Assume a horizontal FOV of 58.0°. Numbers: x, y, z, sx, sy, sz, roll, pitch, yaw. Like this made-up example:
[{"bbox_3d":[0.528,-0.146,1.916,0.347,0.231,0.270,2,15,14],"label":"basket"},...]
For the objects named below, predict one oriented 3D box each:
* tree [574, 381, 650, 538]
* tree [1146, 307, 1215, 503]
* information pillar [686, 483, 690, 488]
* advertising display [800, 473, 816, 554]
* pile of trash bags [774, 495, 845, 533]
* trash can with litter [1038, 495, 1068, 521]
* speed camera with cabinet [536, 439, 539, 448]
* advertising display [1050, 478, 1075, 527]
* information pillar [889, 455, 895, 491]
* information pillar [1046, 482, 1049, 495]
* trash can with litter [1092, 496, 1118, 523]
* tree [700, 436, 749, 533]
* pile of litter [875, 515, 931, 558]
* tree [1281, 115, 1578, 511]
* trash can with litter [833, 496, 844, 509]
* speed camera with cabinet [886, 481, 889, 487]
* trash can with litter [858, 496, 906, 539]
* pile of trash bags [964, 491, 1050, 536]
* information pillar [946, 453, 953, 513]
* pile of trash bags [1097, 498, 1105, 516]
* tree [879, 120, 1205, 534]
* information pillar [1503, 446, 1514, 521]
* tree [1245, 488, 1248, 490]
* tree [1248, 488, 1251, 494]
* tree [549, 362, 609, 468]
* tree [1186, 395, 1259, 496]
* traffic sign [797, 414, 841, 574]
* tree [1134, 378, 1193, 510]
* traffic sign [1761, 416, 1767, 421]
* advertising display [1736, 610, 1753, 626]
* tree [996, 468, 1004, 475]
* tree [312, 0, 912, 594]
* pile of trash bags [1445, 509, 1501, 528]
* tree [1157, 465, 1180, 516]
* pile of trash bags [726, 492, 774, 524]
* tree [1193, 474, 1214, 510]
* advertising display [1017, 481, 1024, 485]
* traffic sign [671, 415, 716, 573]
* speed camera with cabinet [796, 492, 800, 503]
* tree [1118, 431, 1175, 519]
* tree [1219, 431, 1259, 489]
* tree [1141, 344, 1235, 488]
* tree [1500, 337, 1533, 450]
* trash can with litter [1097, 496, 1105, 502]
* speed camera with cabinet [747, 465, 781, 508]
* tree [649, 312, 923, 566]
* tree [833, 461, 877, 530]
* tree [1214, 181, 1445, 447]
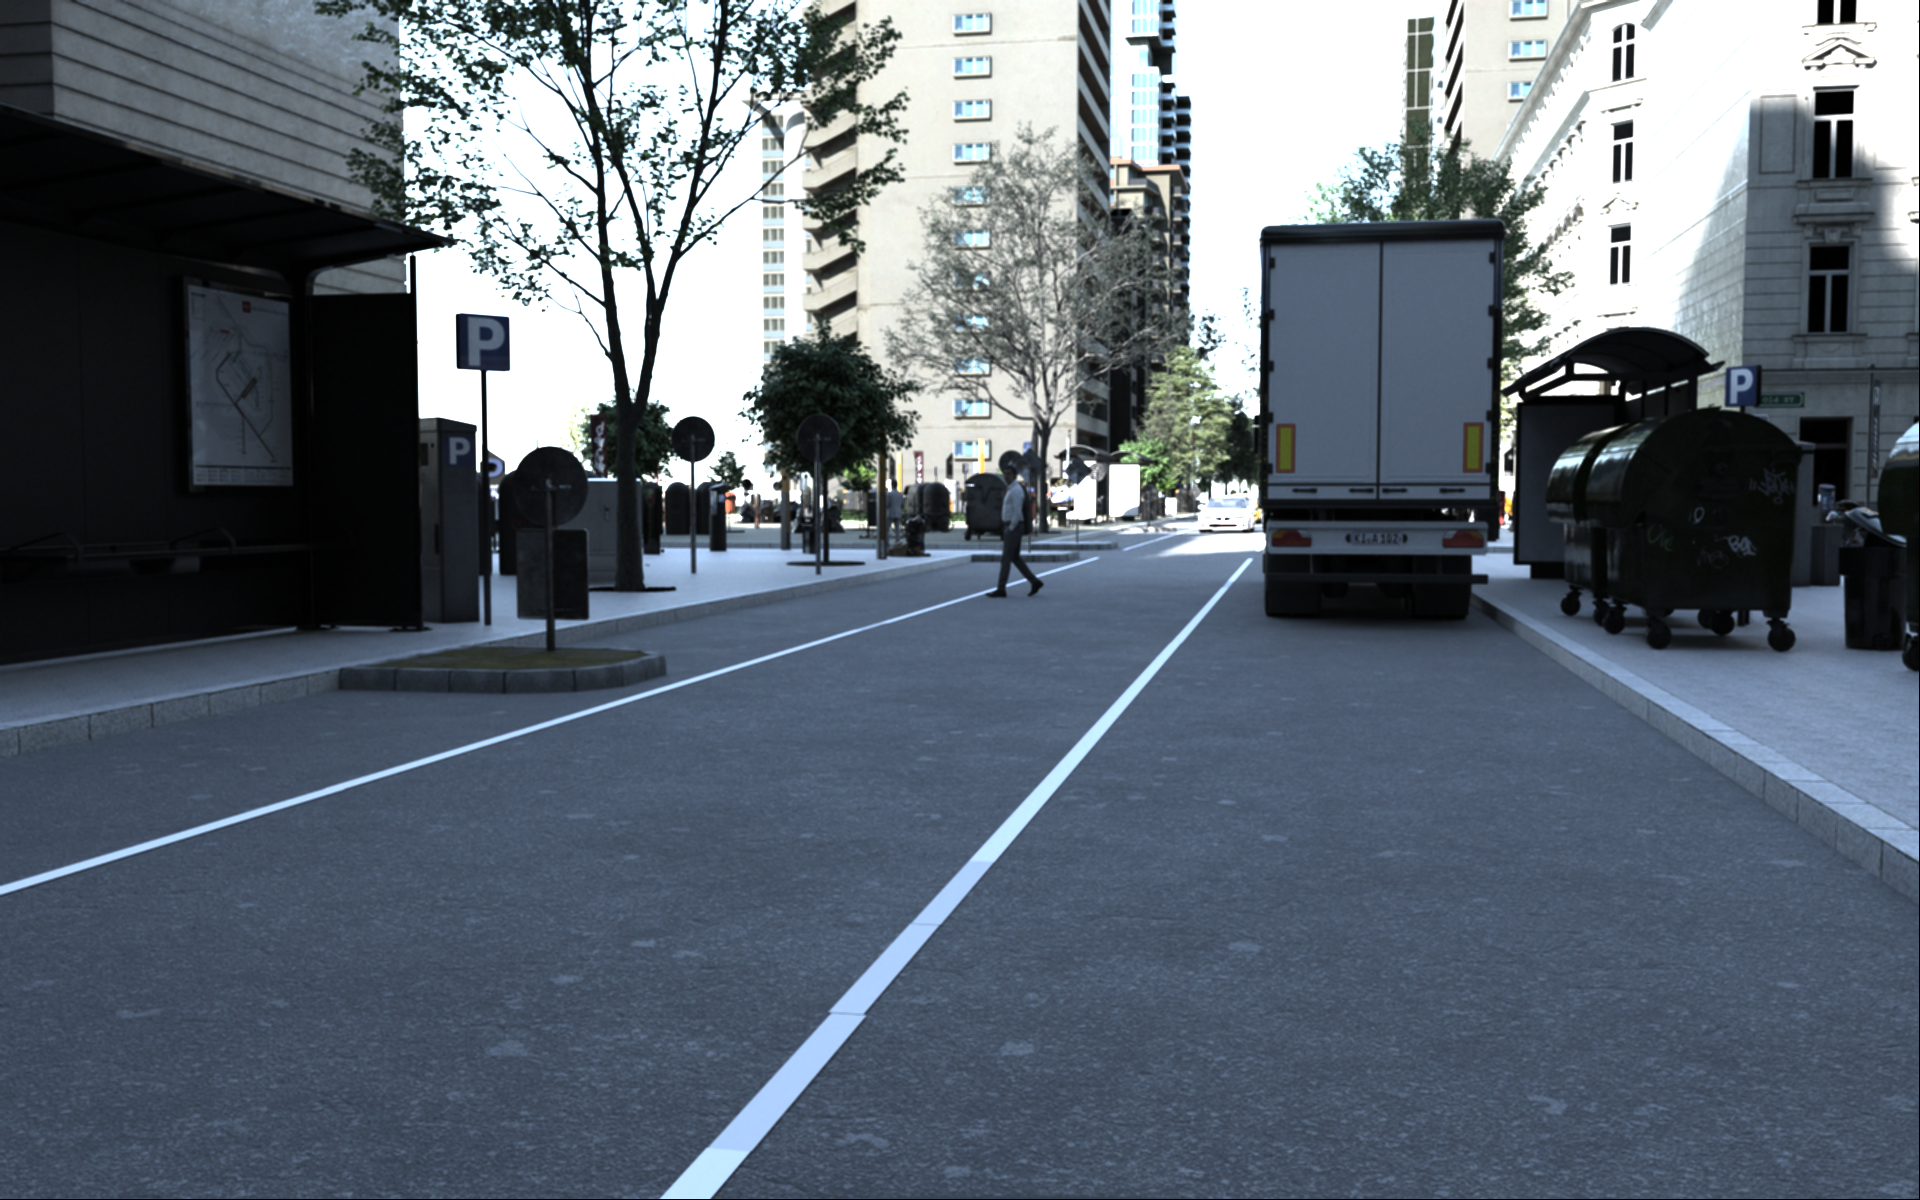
[{"bbox_3d":[-9.518,-4.083,50.466,4.285,4.588,4.351,0,3,0],"label":"tree"},{"bbox_3d":[22.969,-18.164,152.867,12.611,20.169,13.585,0,3,0],"label":"tree"},{"bbox_3d":[-18.476,-6.953,118.179,0.304,2.012,0.304,1,4,13],"label":"information pillar"},{"bbox_3d":[-3.240,-1.959,37.248,0.123,1.923,0.974,-1,4,-21],"label":"advertising display"},{"bbox_3d":[-5.042,-2.989,58.621,1.912,1.369,3.447,-1,4,-13],"label":"pile of trash bags"},{"bbox_3d":[4.189,-4.722,88.264,2.233,1.210,1.678,-2,4,-25],"label":"trash can with litter"},{"bbox_3d":[-14.432,-4.150,62.189,2.038,3.252,0.660,0,4,-2],"label":"speed camera with cabinet"},{"bbox_3d":[4.035,-3.853,68.207,0.974,1.923,0.123,0,4,2],"label":"advertising display"},{"bbox_3d":[-3.968,-6.719,101.211,0.183,3.616,0.504,2,4,35],"label":"information pillar"},{"bbox_3d":[5.227,-6.167,105.319,0.304,2.012,0.304,-1,4,-10],"label":"information pillar"},{"bbox_3d":[6.347,-4.140,78.739,1.678,1.210,2.233,2,4,26],"label":"trash can with litter"},{"bbox_3d":[-7.877,-3.879,58.024,1.663,3.219,1.824,0,3,0],"label":"tree"},{"bbox_3d":[-1.166,-1.339,35.863,1.176,0.858,1.719,0,4,5],"label":"pile of litter"},{"bbox_3d":[13.150,-7.533,48.927,9.928,11.665,9.643,0,3,0],"label":"tree"},{"bbox_3d":[-6.670,-5.316,98.299,1.055,1.170,0.624,2,4,29],"label":"trash can with litter"},{"bbox_3d":[-4.725,-7.723,120.600,0.660,3.252,2.038,1,4,18],"label":"speed camera with cabinet"},{"bbox_3d":[-2.099,-2.405,50.372,2.233,1.210,1.678,-3,5,-41],"label":"trash can with litter"},{"bbox_3d":[1.524,-2.690,53.734,1.912,1.369,3.447,-2,4,-24],"label":"pile of trash bags"},{"bbox_3d":[-0.592,-6.525,98.034,0.183,3.616,0.504,3,5,42],"label":"information pillar"},{"bbox_3d":[6.829,-5.701,102.970,3.447,1.369,1.912,-1,4,-11],"label":"pile of trash bags"},{"bbox_3d":[2.724,-8.942,56.569,12.009,13.543,11.850,0,3,0],"label":"tree"},{"bbox_3d":[26.435,-5.630,83.411,0.504,3.616,0.183,1,4,17],"label":"information pillar"},{"bbox_3d":[45.575,-19.598,270.780,4.737,8.622,4.395,0,3,0],"label":"tree"},{"bbox_3d":[43.107,-18.818,258.041,4.360,8.622,3.978,0,3,0],"label":"tree"},{"bbox_3d":[-21.310,-8.993,97.393,4.737,8.622,4.395,0,3,0],"label":"tree"},{"bbox_3d":[29.841,-16.957,194.256,9.611,12.733,9.660,0,3,0],"label":"tree"},{"bbox_3d":[-2.263,-1.681,27.595,0.768,2.556,0.104,1,4,20],"label":"traffic sign"},{"bbox_3d":[12.818,-9.789,110.406,4.360,8.622,3.978,0,3,0],"label":"tree"},{"bbox_3d":[10.117,-1.244,22.462,0.606,2.300,0.079,1,4,14],"label":"traffic sign"},{"bbox_3d":[7.800,-0.730,17.157,0.123,1.923,0.974,2,4,29],"label":"advertising display"},{"bbox_3d":[2.789,-7.216,112.575,1.663,3.219,1.824,0,3,0],"label":"tree"},{"bbox_3d":[-4.285,-5.930,22.707,9.928,11.665,9.643,0,3,0],"label":"tree"},{"bbox_3d":[19.888,-3.378,64.976,3.447,1.369,1.912,1,4,21],"label":"pile of trash bags"},{"bbox_3d":[11.995,-6.569,102.011,1.663,3.219,1.824,0,3,0],"label":"tree"},{"bbox_3d":[-9.014,-4.030,75.638,1.912,1.369,3.447,3,4,37],"label":"pile of trash bags"},{"bbox_3d":[20.164,-9.144,144.104,1.663,3.219,1.824,0,3,0],"label":"tree"},{"bbox_3d":[3.243,-4.905,85.406,0.974,1.923,0.123,1,4,23],"label":"advertising display"},{"bbox_3d":[-4.326,-1.709,28.049,0.768,2.556,0.104,1,4,12],"label":"traffic sign"},{"bbox_3d":[-10.344,-7.537,117.559,0.660,3.252,2.038,2,4,26],"label":"speed camera with cabinet"},{"bbox_3d":[9.665,-6.510,90.157,4.285,4.588,4.351,0,3,0],"label":"tree"},{"bbox_3d":[33.898,-17.113,214.203,8.767,10.594,7.601,2,4,30],"label":"tree"},{"bbox_3d":[17.334,-13.045,131.418,7.486,12.596,7.792,0,3,0],"label":"tree"},{"bbox_3d":[23.172,-7.690,76.095,4.737,8.622,4.395,0,3,0],"label":"tree"},{"bbox_3d":[9.078,-6.221,113.104,0.624,1.170,1.055,-2,4,-25],"label":"trash can with litter"},{"bbox_3d":[-11.143,-6.376,98.588,2.038,3.252,0.660,-1,4,-20],"label":"speed camera with cabinet"},{"bbox_3d":[-2.516,-2.924,31.525,4.285,4.588,4.351,0,3,0],"label":"tree"},{"bbox_3d":[-3.589,-4.109,61.791,1.663,3.219,1.824,0,3,0],"label":"tree"},{"bbox_3d":[24.154,-15.316,106.305,12.611,20.169,13.585,0,3,0],"label":"tree"}]
